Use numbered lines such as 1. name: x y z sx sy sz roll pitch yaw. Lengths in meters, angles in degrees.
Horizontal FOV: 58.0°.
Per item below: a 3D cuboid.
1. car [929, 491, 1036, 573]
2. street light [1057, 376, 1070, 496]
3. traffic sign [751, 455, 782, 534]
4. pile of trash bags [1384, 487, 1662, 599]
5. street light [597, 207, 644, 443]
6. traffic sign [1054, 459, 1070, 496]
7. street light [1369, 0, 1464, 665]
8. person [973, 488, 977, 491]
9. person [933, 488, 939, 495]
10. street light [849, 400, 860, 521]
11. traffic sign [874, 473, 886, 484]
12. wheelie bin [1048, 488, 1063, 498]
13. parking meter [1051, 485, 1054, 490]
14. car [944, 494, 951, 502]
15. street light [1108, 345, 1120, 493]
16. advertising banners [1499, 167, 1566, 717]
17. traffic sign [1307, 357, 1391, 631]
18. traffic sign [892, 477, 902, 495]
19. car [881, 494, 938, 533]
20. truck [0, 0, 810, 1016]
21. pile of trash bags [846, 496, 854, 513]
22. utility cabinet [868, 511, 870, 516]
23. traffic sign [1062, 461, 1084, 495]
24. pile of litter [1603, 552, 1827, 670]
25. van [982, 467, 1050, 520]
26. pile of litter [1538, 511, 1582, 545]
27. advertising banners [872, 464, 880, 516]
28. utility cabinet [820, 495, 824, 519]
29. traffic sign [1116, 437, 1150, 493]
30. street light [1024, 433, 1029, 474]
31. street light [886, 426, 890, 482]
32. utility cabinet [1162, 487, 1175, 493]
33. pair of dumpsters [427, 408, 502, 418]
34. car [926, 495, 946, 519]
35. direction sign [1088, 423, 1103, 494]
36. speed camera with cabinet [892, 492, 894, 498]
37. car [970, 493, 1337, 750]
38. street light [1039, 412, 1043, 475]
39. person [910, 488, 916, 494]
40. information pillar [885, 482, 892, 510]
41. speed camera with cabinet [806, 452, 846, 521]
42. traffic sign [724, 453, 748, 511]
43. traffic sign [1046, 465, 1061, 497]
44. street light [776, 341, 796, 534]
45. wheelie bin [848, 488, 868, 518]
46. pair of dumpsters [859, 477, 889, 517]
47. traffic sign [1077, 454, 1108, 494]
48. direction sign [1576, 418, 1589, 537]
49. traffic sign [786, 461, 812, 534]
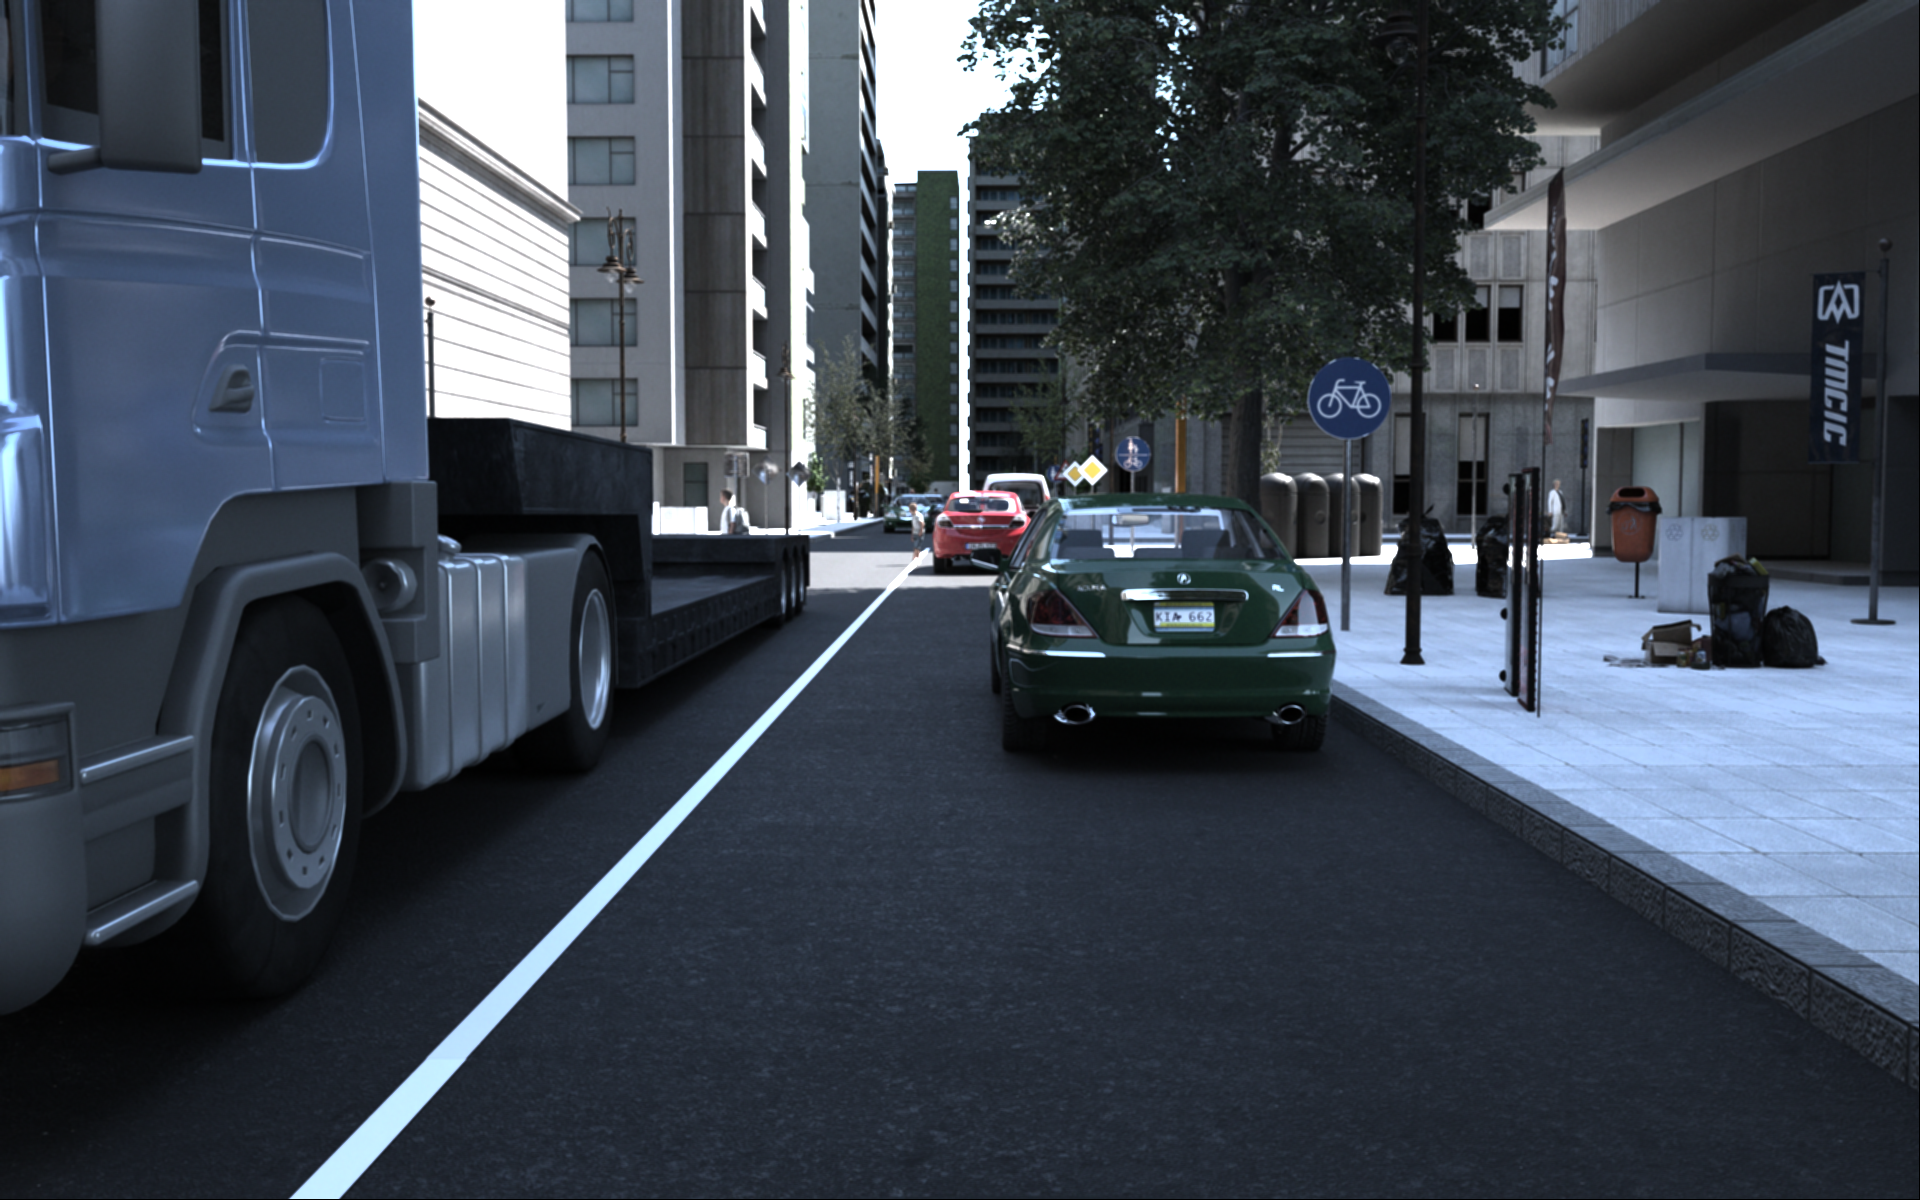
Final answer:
1. car: 0.461 -1.458 32.876 2.155 1.783 4.494 0 4 2
2. street light: 4.070 -5.821 67.959 0.468 5.910 1.993 0 4 1
3. traffic sign: -4.931 -2.478 44.161 0.795 2.450 0.064 0 4 1
4. pile of trash bags: 7.061 -0.746 21.944 3.447 1.369 1.912 2 4 33
5. street light: -5.496 -3.391 28.226 0.468 5.910 1.993 0 4 1
6. traffic sign: 3.957 -3.963 64.798 0.884 2.594 0.081 0 4 8
7. street light: 3.420 -2.454 12.912 0.468 5.910 1.993 0 4 1
8. person: 0.673 -4.739 86.818 0.643 1.720 0.563 2 4 32
9. person: -1.397 -6.023 107.319 0.599 1.781 0.374 1 4 18
10. street light: -4.999 -6.685 82.089 0.468 5.910 1.993 0 4 1
11. traffic sign: -4.795 -6.292 102.975 0.768 2.556 0.104 0 4 5
12. wheelie bin: 5.159 -5.225 93.342 0.693 1.594 0.980 -3 4 -38
13. parking meter: 5.897 -6.288 108.524 0.399 1.863 0.255 -3 5 -42
14. car: -0.923 -10.384 181.775 2.014 1.417 4.499 0 3 0
15. street light: 3.751 -4.282 42.800 0.468 5.910 1.993 0 4 1
16. advertising banners: 3.417 -0.867 10.364 0.090 3.025 2.074 1 4 11
17. traffic sign: 3.621 -0.984 16.199 0.768 2.556 0.104 0 4 4
18. traffic sign: -4.680 -7.727 126.342 0.884 2.594 0.081 0 4 5
19. car: -1.883 -3.279 65.418 2.131 1.459 4.920 0 4 1
20. truck: -3.071 -1.355 11.910 2.967 4.110 18.799 0 3 0
21. pile of trash bags: -6.536 -6.620 117.995 1.912 1.369 3.447 -3 5 -43
22. utility cabinet: -5.778 -5.638 103.342 0.306 1.237 1.020 2 4 30
23. traffic sign: 3.455 -2.959 52.029 0.795 2.450 0.064 0 4 1
24. pile of litter: 5.720 0.052 13.117 1.719 0.858 1.176 1 4 10
25. van: 1.182 -1.874 37.656 2.013 2.044 4.112 0 4 1
26. pile of litter: 14.932 -1.831 43.903 1.719 0.858 1.176 1 4 12
27. advertising banners: -4.973 -6.455 101.729 0.090 3.025 2.074 1 4 12
28. utility cabinet: -6.808 -4.838 90.265 0.306 1.237 1.020 3 5 41
29. traffic sign: 3.852 -2.357 38.642 0.768 2.556 0.104 0 4 2
30. street light: 4.871 -9.417 126.759 0.468 5.910 1.993 0 4 1
31. street light: -4.576 -8.477 111.379 0.468 5.910 1.993 0 4 1
32. utility cabinet: 6.820 -2.926 56.513 0.318 1.500 1.173 1 4 17
33. pair of dumpsters: -5.740 -0.965 18.269 1.574 2.255 4.437 0 4 1
34. car: -1.519 -4.783 90.202 2.014 1.417 4.499 0 4 2
35. direction sign: 4.278 -3.874 55.330 0.379 3.537 0.876 -1 4 -18
36. speed camera with cabinet: -5.859 -8.136 127.352 2.038 3.252 0.660 0 4 1
37. car: 1.131 0.042 11.116 2.131 1.459 4.920 0 4 0
38. street light: 4.497 -7.612 97.249 0.468 5.910 1.993 0 4 1
39. person: -3.011 -6.277 111.102 0.573 1.828 0.580 -3 5 -44
40. information pillar: -4.212 -5.944 101.672 0.304 2.012 0.304 -2 4 -29
41. speed camera with cabinet: -6.489 -5.398 82.597 2.038 3.252 0.660 -1 4 -10
42. traffic sign: -5.517 -2.479 42.662 0.606 2.300 0.079 0 4 5
43. traffic sign: 4.163 -4.629 75.784 0.768 2.556 0.104 0 4 5
44. street light: -5.241 -4.864 52.321 0.468 5.910 1.993 0 4 1
45. wheelie bin: -5.355 -5.228 93.389 0.980 1.594 0.693 -3 4 -38
46. pair of dumpsters: -4.836 -5.759 96.651 1.574 2.255 4.437 0 4 0
47. traffic sign: 3.362 -2.471 44.044 0.795 2.450 0.064 0 4 1
48. direction sign: 18.840 -3.690 52.325 0.379 3.537 0.876 1 4 8
49. traffic sign: -4.838 -2.967 52.145 0.795 2.450 0.064 0 4 1
